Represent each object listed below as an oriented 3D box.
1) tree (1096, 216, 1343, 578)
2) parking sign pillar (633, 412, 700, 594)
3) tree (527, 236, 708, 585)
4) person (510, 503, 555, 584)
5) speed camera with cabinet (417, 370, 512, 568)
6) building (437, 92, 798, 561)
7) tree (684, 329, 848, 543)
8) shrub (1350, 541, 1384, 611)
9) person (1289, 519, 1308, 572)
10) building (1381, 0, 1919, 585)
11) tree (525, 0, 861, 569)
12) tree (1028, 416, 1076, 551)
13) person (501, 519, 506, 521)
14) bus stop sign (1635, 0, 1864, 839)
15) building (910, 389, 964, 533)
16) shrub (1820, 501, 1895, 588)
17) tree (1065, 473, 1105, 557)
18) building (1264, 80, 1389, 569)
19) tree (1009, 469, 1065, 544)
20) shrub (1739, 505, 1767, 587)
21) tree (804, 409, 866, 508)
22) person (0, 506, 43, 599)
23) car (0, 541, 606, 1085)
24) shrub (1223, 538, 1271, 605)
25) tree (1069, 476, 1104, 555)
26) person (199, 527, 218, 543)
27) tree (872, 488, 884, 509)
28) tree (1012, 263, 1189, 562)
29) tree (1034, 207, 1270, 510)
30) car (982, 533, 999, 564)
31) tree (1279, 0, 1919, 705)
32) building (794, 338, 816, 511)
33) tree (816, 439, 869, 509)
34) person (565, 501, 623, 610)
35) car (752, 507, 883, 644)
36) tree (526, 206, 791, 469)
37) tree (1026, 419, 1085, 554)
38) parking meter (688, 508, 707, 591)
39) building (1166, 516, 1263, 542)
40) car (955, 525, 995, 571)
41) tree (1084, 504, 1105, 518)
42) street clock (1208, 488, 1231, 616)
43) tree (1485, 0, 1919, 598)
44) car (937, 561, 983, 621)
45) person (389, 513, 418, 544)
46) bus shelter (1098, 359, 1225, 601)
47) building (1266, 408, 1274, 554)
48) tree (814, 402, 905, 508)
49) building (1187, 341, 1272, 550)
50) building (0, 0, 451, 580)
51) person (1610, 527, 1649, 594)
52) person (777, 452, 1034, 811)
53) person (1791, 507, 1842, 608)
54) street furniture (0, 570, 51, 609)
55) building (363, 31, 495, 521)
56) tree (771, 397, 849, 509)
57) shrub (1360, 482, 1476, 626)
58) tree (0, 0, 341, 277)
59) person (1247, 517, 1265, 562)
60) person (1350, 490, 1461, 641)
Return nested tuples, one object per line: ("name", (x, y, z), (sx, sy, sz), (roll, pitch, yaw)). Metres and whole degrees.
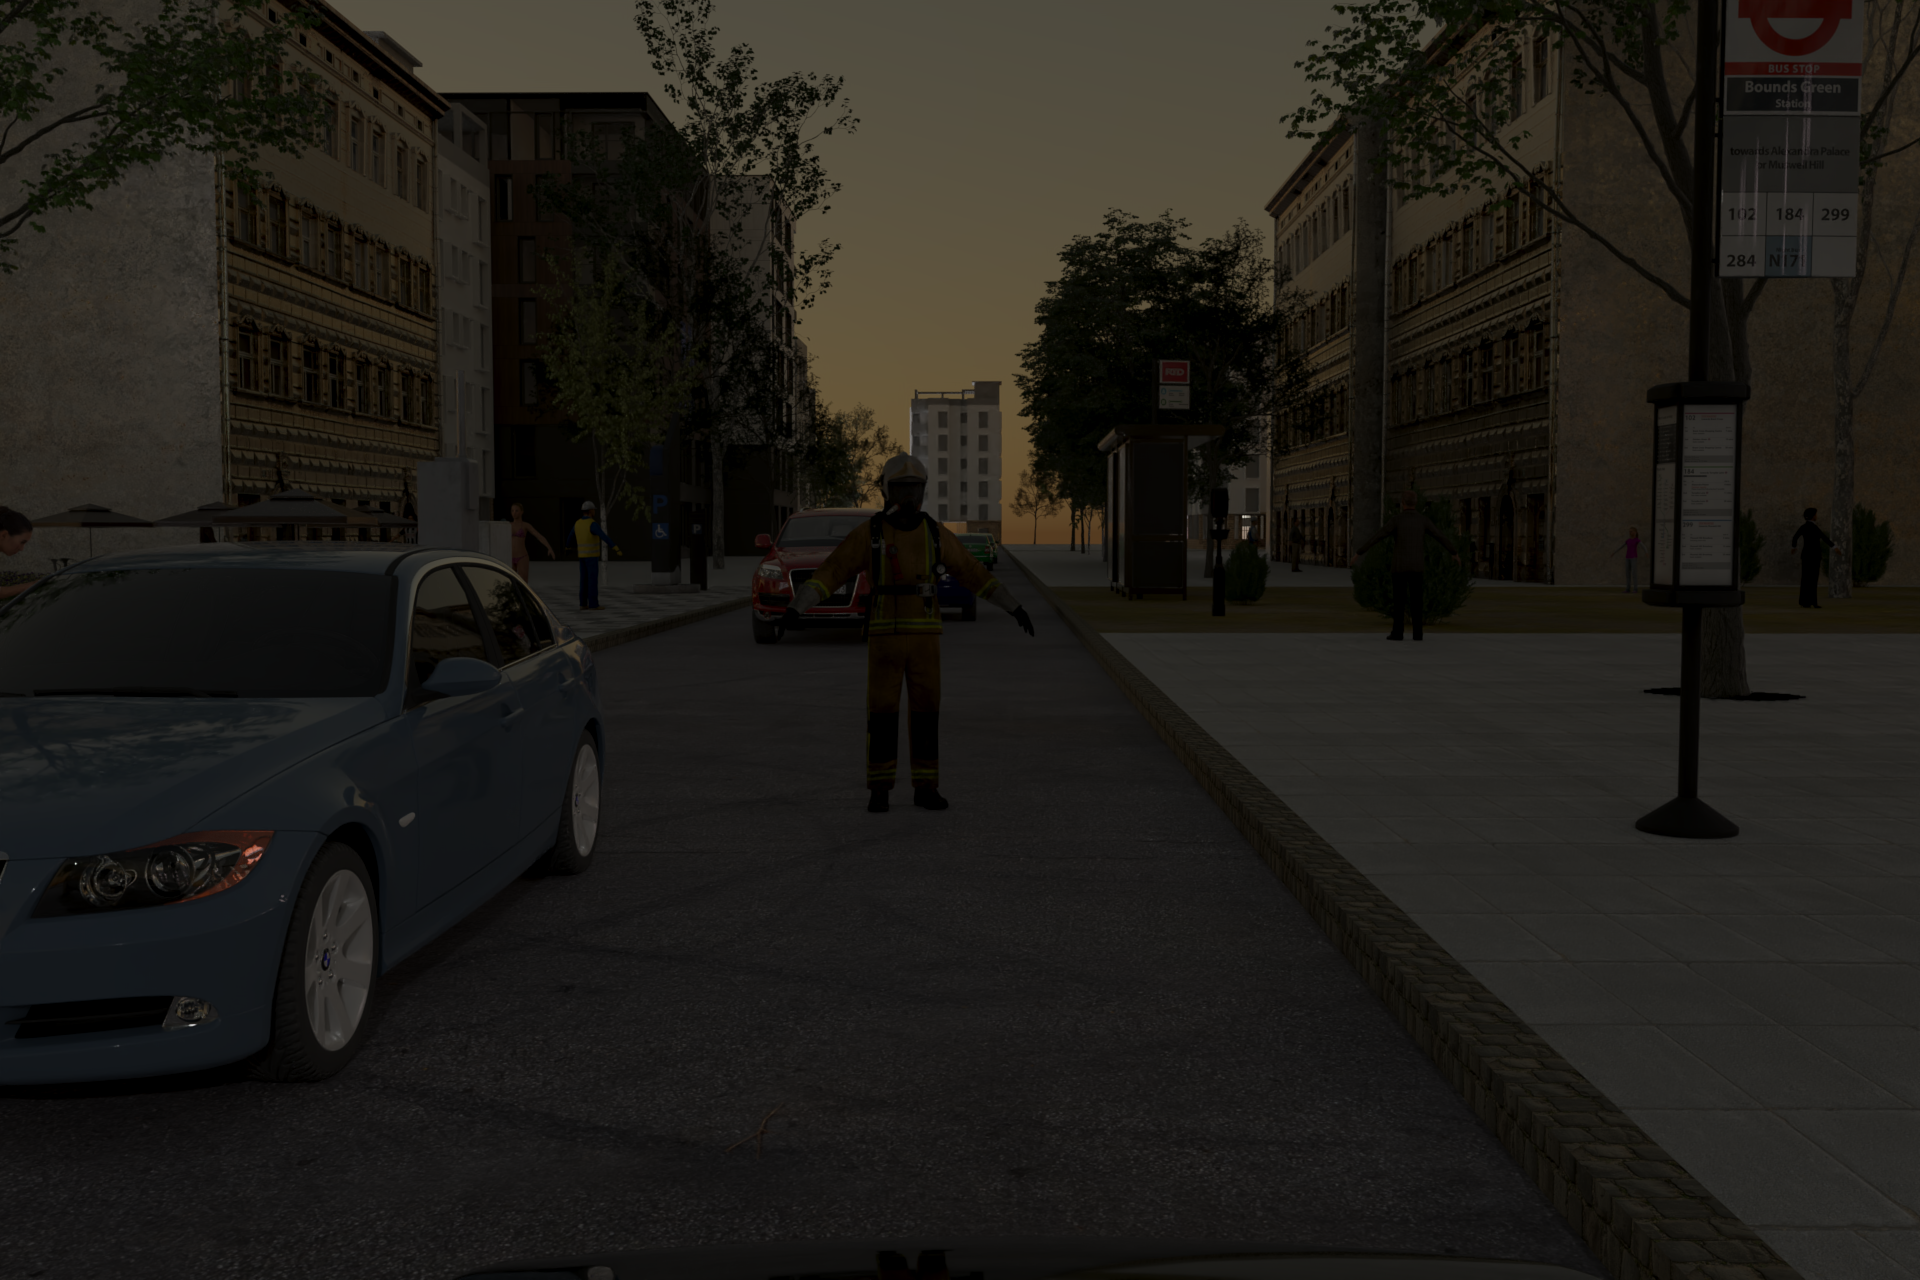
("tree", (7.600, -7.093, 50.380), (7.601, 10.594, 8.767), (-1, 4, -14))
("parking sign pillar", (-6.400, -3.010, 37.678), (1.447, 3.967, 1.447), (0, 4, 1))
("tree", (-8.747, -5.686, 43.331), (4.737, 8.622, 4.395), (0, 3, 0))
("person", (-6.458, -1.123, 25.167), (1.217, 1.733, 0.721), (0, 4, 8))
("speed camera with cabinet", (-6.201, -1.675, 21.727), (0.660, 3.252, 2.038), (0, 4, 2))
("building", (-24.734, -15.466, 96.841), (27.936, 21.610, 32.646), (0, 4, 1))
("tree", (-8.263, -8.582, 74.726), (7.601, 10.594, 8.767), (0, 4, 5))
("shrub", (6.974, -1.082, 28.812), (1.383, 1.207, 1.383), (0, 3, 0))
("person", (11.407, -3.203, 58.643), (0.705, 1.796, 1.348), (3, 4, 36))
("building", (24.135, -13.501, 51.665), (19.493, 23.208, 18.063), (0, 4, 0))
("tree", (-9.884, -12.583, 61.619), (12.611, 20.169, 13.585), (0, 3, 0))
("tree", (8.475, -12.391, 128.352), (9.928, 11.665, 9.643), (0, 3, 0))
("person", (-15.986, -3.339, 60.713), (1.347, 1.817, 0.704), (0, 4, 0))
("bus stop sign", (3.361, -1.141, 7.362), (0.855, 3.939, 0.416), (0, 4, 1))
("building", (-5.923, -22.001, 218.588), (11.380, 20.090, 16.016), (0, 4, 3))
("shrub", (21.605, -2.309, 41.799), (1.661, 2.075, 1.752), (0, 3, 0))
("tree", (8.293, -9.000, 97.512), (4.360, 8.622, 3.978), (0, 3, 0))
("building", (23.589, -14.684, 71.013), (19.493, 23.208, 18.063), (0, 4, 1))
("tree", (9.647, -17.208, 215.757), (7.601, 10.594, 8.767), (0, 4, -6))
("shrub", (18.678, -2.325, 42.051), (1.661, 2.075, 1.752), (0, 3, 0))
("tree", (-7.690, -9.334, 102.965), (4.737, 8.622, 4.395), (0, 3, 0))
("person", (-5.459, -0.015, 9.473), (0.628, 1.438, 0.799), (3, 4, 37))
("car", (-2.462, 0.363, 6.071), (2.014, 1.417, 4.499), (0, 4, 1))
("shrub", (5.117, -1.231, 31.239), (1.383, 1.207, 1.383), (0, 3, 0))
("tree", (8.070, -9.568, 106.798), (4.737, 8.622, 4.395), (0, 3, 0))
("person", (-17.240, -2.058, 39.791), (0.704, 1.812, 1.346), (-2, 4, -35))
("tree", (-8.298, -16.179, 214.884), (4.360, 8.622, 3.978), (0, 3, 0))
("tree", (6.987, -10.585, 79.720), (9.857, 13.997, 8.962), (0, 3, 0))
("tree", (7.268, -9.786, 66.656), (9.857, 13.997, 8.962), (0, 3, 0))
("car", (0.965, -4.677, 85.269), (1.959, 1.807, 4.718), (0, 4, 1))
("tree", (5.967, -5.363, 13.448), (9.928, 11.665, 9.643), (0, 3, 0))
("building", (-22.920, -17.659, 155.188), (16.747, 18.905, 31.486), (0, 4, 1))
("tree", (-16.427, -18.823, 214.417), (9.857, 13.997, 8.962), (0, 3, 0))
("person", (-6.243, -1.423, 29.241), (1.349, 1.833, 0.705), (3, 4, 36))
("car", (-1.643, -0.957, 24.316), (2.281, 1.827, 5.304), (0, 4, 1))
("tree", (-8.803, -7.088, 50.302), (8.767, 10.594, 7.601), (0, 4, 6))
("tree", (8.194, -10.964, 113.679), (8.767, 10.594, 7.601), (1, 4, 14))
("parking meter", (-5.953, -2.054, 39.302), (0.399, 1.863, 0.255), (0, 4, 3))
("building", (26.567, -14.658, 181.808), (9.099, 9.664, 28.070), (0, 4, 1))
("car", (0.430, -3.665, 68.721), (1.959, 1.807, 4.718), (0, 4, 1))
("tree", (18.890, -17.476, 220.143), (7.601, 10.594, 8.767), (0, 4, -4))
("street clock", (4.042, -1.373, 27.017), (0.358, 2.002, 0.471), (0, 4, 1))
("tree", (16.699, -10.836, 33.064), (12.611, 20.169, 13.585), (0, 3, 0))
("car", (-0.564, -1.058, 29.880), (1.945, 1.354, 3.894), (0, 4, 0))
("person", (-14.478, -2.422, 45.737), (1.345, 1.843, 0.704), (0, 4, 3))
("bus shelter", (4.149, -3.657, 37.429), (2.179, 5.291, 8.768), (0, 4, 1))
("building", (23.608, -9.438, 96.454), (9.099, 9.664, 28.070), (0, 4, 1))
("tree", (-6.895, -11.418, 121.099), (8.767, 10.594, 7.601), (1, 4, 22))
("building", (25.264, -18.324, 156.016), (16.016, 20.090, 11.380), (0, 4, 1))
("building", (-27.716, -13.538, 52.275), (19.493, 23.208, 18.063), (0, 4, 0))
("person", (14.484, -1.723, 37.443), (0.599, 1.433, 0.991), (-2, 4, -29))
("person", (-0.287, -0.047, 9.001), (1.354, 1.858, 0.705), (-1, 4, -14))
("person", (14.824, -1.427, 30.048), (0.721, 1.740, 1.216), (-1, 4, -11))
("street furniture", (-17.749, -1.354, 28.995), (9.812, 1.723, 11.010), (-1, 4, -17))
("building", (-26.733, -12.863, 66.737), (16.016, 20.090, 11.380), (0, 4, 2))
("tree", (-7.386, -8.644, 91.689), (4.360, 8.622, 3.978), (0, 3, 0))
("shrub", (6.480, -1.229, 24.519), (1.690, 2.028, 1.600), (0, 3, 0))
("tree", (-9.228, -5.467, 15.139), (9.928, 11.665, 9.643), (0, 3, 0))
("person", (9.501, -3.061, 55.897), (0.705, 1.847, 1.347), (-1, 4, -11))
("person", (5.403, -0.901, 20.913), (1.348, 1.807, 0.705), (0, 4, -2))
